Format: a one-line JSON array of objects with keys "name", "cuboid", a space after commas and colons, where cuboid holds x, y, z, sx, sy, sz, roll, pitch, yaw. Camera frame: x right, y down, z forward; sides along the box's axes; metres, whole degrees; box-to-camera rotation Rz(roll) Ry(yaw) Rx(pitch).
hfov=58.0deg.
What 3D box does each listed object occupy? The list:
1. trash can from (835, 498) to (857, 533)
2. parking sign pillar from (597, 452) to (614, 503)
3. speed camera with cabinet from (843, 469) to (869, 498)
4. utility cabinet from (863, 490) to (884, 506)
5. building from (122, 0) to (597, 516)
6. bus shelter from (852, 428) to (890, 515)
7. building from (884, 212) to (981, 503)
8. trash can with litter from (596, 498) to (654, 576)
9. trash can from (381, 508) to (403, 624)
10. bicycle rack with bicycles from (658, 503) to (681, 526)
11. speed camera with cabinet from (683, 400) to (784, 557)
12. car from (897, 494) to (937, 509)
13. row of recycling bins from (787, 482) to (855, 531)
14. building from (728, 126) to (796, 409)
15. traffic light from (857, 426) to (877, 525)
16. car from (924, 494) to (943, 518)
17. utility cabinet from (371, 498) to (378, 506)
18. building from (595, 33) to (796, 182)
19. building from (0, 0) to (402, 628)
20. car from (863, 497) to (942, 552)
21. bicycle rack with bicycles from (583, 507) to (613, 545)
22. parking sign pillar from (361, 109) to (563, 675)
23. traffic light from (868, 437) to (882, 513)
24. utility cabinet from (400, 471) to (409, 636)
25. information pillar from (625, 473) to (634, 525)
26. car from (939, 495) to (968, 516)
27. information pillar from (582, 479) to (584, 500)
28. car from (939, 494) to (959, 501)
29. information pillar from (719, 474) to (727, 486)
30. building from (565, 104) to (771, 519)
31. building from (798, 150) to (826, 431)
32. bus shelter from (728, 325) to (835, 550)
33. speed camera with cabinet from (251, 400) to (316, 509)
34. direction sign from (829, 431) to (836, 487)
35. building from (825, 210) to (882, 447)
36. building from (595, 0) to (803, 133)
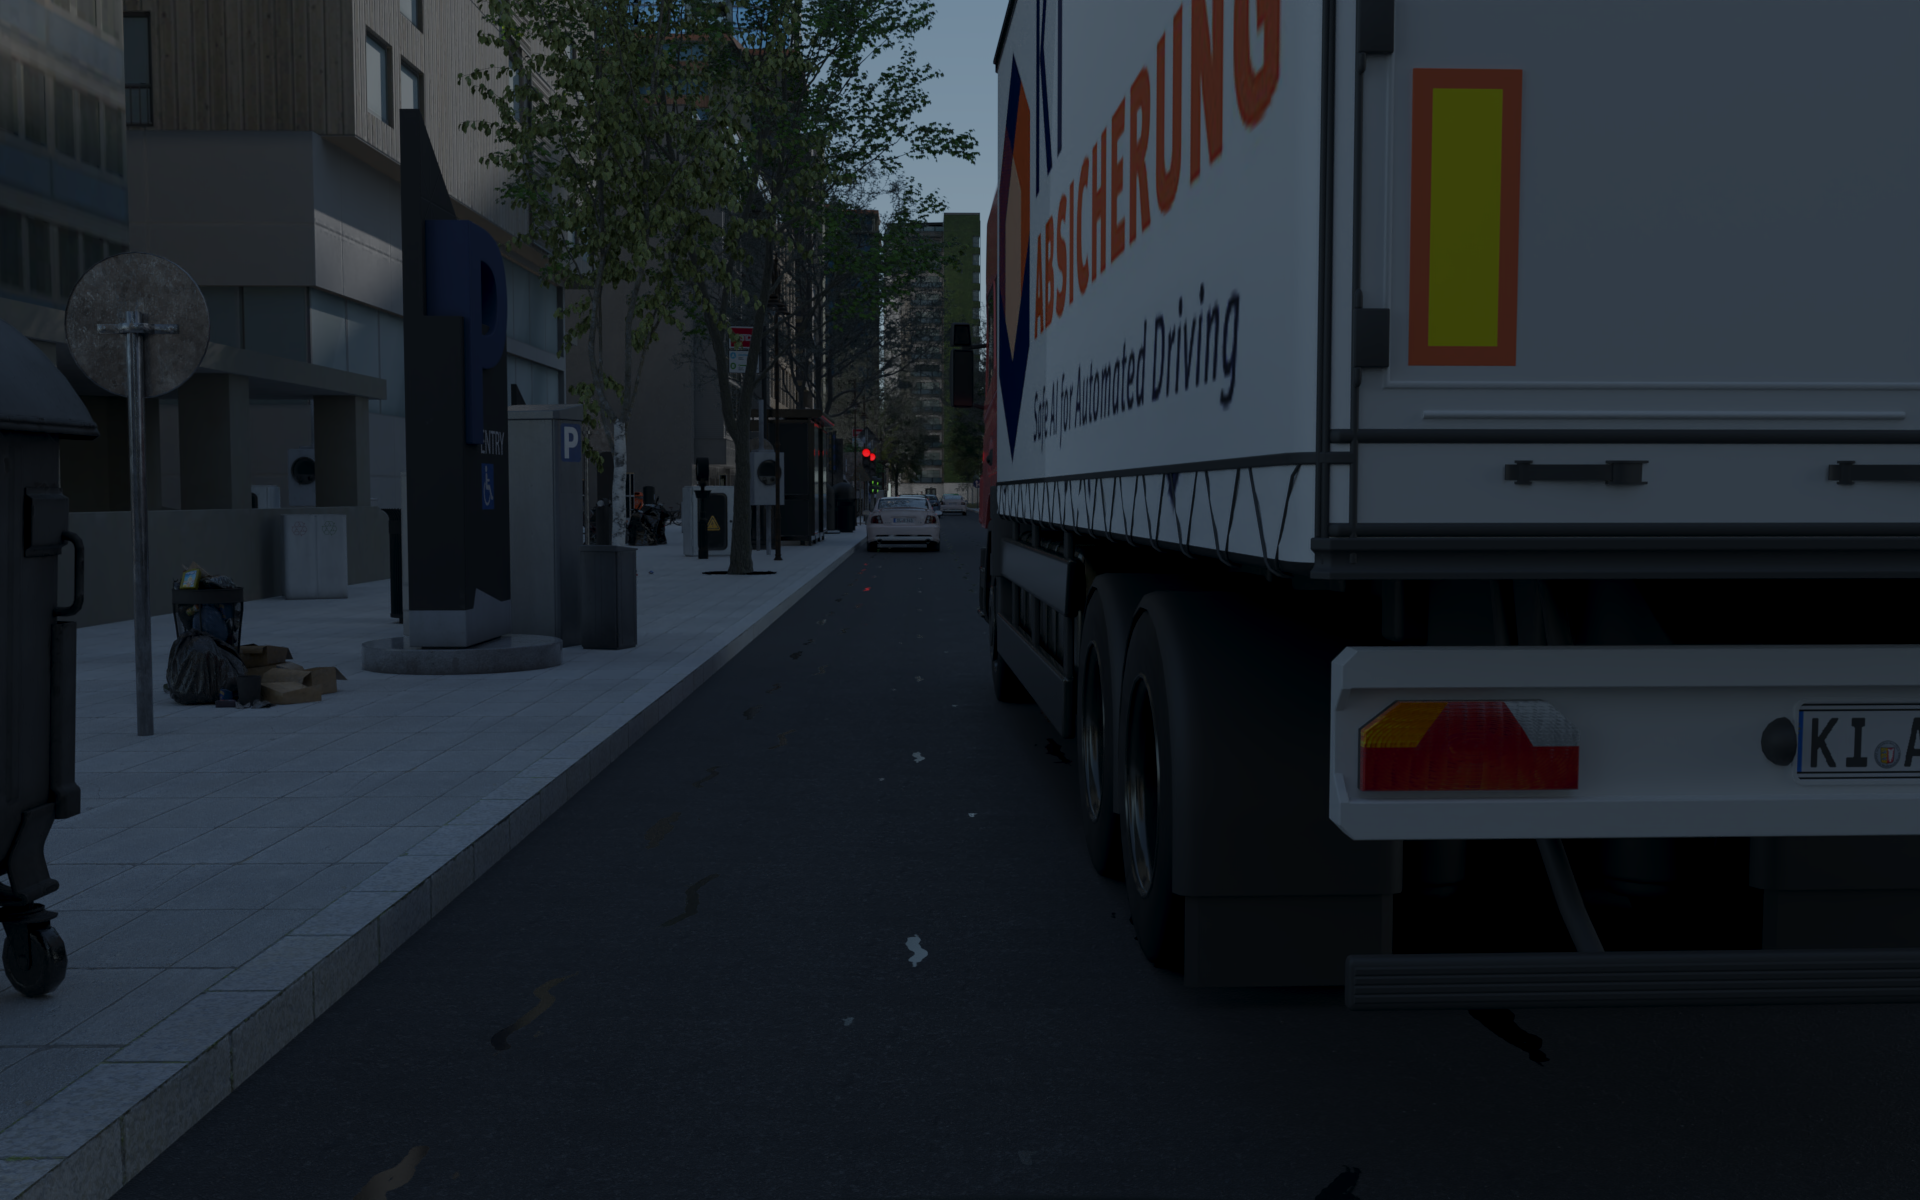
[{"name": "trash can", "cuboid": [-3.796, -2.826, 57.851, 0.748, 1.137, 0.748, 0, 3, 0]}, {"name": "parking sign pillar", "cuboid": [-16.661, -5.761, 82.657, 1.447, 3.967, 1.447, -1, 4, -11]}, {"name": "speed camera with cabinet", "cuboid": [-5.802, -5.973, 91.995, 2.038, 3.252, 0.660, 2, 4, 32]}, {"name": "utility cabinet", "cuboid": [-4.941, -5.498, 98.565, 1.173, 1.500, 0.318, 1, 4, 10]}, {"name": "building", "cuboid": [-25.714, -28.039, 47.674, 27.495, 52.752, 28.713, 0, 4, -1]}, {"name": "bus shelter", "cuboid": [-5.554, -7.986, 108.205, 2.179, 5.291, 8.768, 0, 4, -1]}, {"name": "building", "cuboid": [-4.152, -34.837, 253.175, 14.086, 41.232, 14.154, 0, 4, -1]}, {"name": "trash can with litter", "cuboid": [-5.651, -0.994, 27.313, 1.678, 1.210, 2.233, -1, 4, -21]}, {"name": "trash can", "cuboid": [-5.372, -0.344, 17.279, 0.748, 1.137, 0.748, 0, 3, 0]}, {"name": "bicycle rack with bicycles", "cuboid": [-11.378, -3.496, 70.536, 2.925, 0.926, 2.852, 1, 4, 21]}, {"name": "speed camera with cabinet", "cuboid": [-4.693, -2.543, 35.913, 2.038, 3.252, 0.660, -2, 4, -27]}, {"name": "car", "cuboid": [-1.922, -3.651, 69.484, 2.009, 1.686, 4.222, 0, 4, -2]}, {"name": "row of recycling bins", "cuboid": [-5.227, -3.285, 60.828, 3.534, 1.692, 1.069, -2, 4, -35]}, {"name": "building", "cuboid": [-23.588, -20.152, 133.999, 19.350, 26.468, 34.151, 0, 4, -1]}, {"name": "traffic light", "cuboid": [-3.850, -5.066, 71.750, 0.839, 4.253, 0.868, 0, 4, -1]}, {"name": "car", "cuboid": [-2.029, -5.591, 103.416, 2.014, 1.417, 4.499, 0, 4, 0]}, {"name": "utility cabinet", "cuboid": [-11.891, -1.410, 34.213, 0.306, 1.237, 1.020, 1, 4, 14]}, {"name": "building", "cuboid": [-26.022, -31.417, 168.290, 22.147, 44.769, 28.867, 0, 4, -1]}, {"name": "building", "cuboid": [-24.623, -20.020, 19.209, 32.217, 40.220, 23.993, 0, 4, -1]}, {"name": "car", "cuboid": [-1.475, -1.973, 44.624, 2.083, 1.381, 4.827, 0, 4, -3]}, {"name": "bicycle rack with bicycles", "cuboid": [-9.771, -1.676, 40.790, 2.925, 0.926, 2.852, 2, 4, 27]}, {"name": "parking sign pillar", "cuboid": [-3.722, -1.492, 12.863, 1.447, 3.967, 1.447, 0, 4, -1]}, {"name": "traffic light", "cuboid": [-4.029, -5.554, 79.733, 0.839, 4.253, 0.868, 0, 4, -1]}, {"name": "utility cabinet", "cuboid": [-4.443, -0.430, 15.718, 1.173, 1.500, 0.318, -3, 5, -40]}, {"name": "information pillar", "cuboid": [-11.490, -3.398, 60.043, 0.304, 2.012, 0.304, 1, 4, 17]}, {"name": "car", "cuboid": [-0.494, -6.399, 116.988, 2.083, 1.381, 4.827, 0, 4, -1]}, {"name": "information pillar", "cuboid": [-19.049, -5.045, 86.971, 0.304, 2.012, 0.304, 1, 4, 14]}, {"name": "car", "cuboid": [-0.715, -7.944, 138.683, 1.959, 1.807, 4.718, 0, 4, 0]}, {"name": "information pillar", "cuboid": [-8.661, -3.602, 63.384, 0.304, 2.012, 0.304, 0, 4, -6]}, {"name": "building", "cuboid": [-19.388, -17.291, 101.778, 14.314, 24.678, 30.058, 0, 4, -1]}, {"name": "building", "cuboid": [-22.197, -31.008, 190.577, 14.154, 41.232, 14.086, 0, 4, -1]}, {"name": "bus shelter", "cuboid": [-4.486, -4.058, 43.978, 2.179, 5.291, 8.768, 0, 4, -1]}, {"name": "speed camera with cabinet", "cuboid": [-13.289, -2.404, 33.639, 2.038, 3.252, 0.660, 0, 4, 2]}, {"name": "direction sign", "cuboid": [-4.623, -4.331, 62.806, 0.379, 3.537, 0.876, -1, 4, -20]}, {"name": "building", "cuboid": [-26.106, -36.822, 256.656, 28.867, 44.769, 22.147, 0, 4, -1]}, {"name": "building", "cuboid": [-31.147, -54.895, 210.197, 31.000, 86.520, 22.319, 0, 4, -1]}]
